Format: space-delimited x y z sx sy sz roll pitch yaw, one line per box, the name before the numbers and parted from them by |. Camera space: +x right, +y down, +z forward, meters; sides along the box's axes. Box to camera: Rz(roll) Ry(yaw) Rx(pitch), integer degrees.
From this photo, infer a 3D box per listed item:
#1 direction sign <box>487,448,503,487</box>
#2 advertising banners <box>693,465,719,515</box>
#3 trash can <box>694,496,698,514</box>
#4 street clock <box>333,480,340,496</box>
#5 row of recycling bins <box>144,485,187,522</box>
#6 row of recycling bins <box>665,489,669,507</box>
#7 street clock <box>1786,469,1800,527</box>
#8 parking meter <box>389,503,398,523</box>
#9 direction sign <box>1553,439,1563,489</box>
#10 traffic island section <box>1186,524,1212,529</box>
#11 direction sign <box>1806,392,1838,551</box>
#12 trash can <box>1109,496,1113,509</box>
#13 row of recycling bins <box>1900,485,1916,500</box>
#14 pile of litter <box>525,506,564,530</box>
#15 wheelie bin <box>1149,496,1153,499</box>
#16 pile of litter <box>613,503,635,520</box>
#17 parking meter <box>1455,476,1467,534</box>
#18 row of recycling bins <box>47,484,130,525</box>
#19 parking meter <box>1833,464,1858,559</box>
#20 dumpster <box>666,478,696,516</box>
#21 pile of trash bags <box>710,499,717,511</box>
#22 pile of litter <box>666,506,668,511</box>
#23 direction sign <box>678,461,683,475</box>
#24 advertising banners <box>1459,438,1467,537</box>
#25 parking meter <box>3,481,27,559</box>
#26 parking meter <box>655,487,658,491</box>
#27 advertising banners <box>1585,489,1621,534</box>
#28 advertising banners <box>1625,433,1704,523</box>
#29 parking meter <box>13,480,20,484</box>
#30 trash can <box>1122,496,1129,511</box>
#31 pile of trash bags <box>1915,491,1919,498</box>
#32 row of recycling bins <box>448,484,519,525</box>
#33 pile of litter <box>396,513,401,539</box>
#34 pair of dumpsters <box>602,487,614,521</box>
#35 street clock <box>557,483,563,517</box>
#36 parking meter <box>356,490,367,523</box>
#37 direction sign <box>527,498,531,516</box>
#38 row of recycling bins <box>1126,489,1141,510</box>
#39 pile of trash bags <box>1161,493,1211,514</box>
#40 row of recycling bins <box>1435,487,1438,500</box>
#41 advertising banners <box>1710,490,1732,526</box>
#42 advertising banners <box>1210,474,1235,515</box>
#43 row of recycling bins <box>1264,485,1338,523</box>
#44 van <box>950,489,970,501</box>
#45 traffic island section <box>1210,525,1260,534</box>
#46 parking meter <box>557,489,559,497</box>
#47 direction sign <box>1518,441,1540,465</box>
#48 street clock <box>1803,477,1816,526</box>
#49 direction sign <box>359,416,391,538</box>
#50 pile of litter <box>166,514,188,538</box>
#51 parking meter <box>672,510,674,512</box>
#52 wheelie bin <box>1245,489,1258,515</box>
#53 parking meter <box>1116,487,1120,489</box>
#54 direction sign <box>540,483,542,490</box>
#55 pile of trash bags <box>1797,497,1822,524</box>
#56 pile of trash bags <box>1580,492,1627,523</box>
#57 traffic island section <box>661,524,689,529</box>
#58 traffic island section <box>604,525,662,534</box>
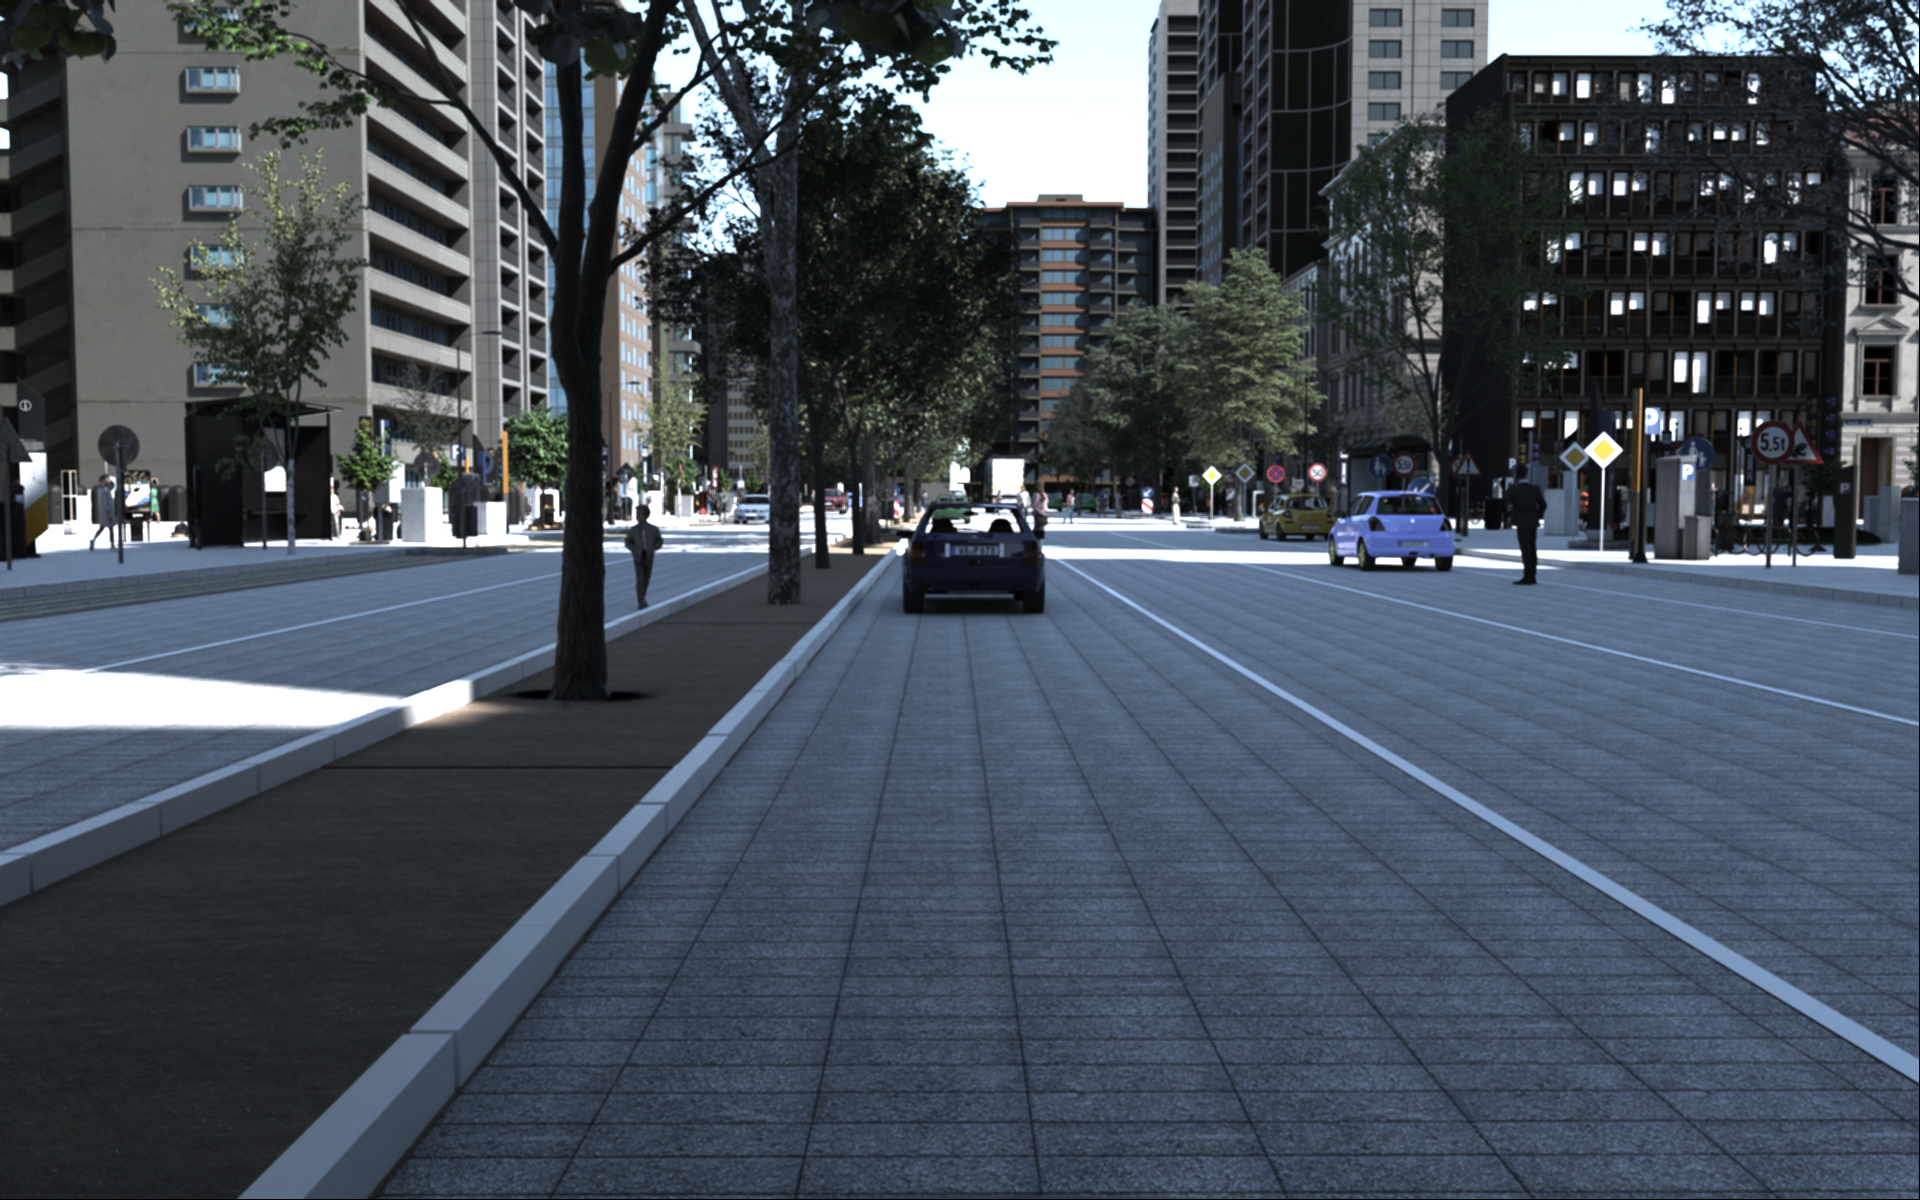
direction sign | -22.791 -5.696 85.118 0.876 3.537 0.379 -2 4 -33
advertising banners | -15.730 -6.699 105.714 2.074 3.025 0.090 -1 4 -9
trash can | -17.297 -6.120 111.715 0.748 1.137 0.748 0 3 0
street clock | -31.806 -5.117 88.235 0.358 2.002 0.471 0 4 5
row of recycling bins | -37.045 -4.487 80.472 3.534 1.692 1.069 3 4 38
row of recycling bins | -24.135 -8.202 141.220 1.069 1.692 3.534 -1 4 -13
street clock | 24.272 -2.809 50.491 0.358 2.002 0.471 2 4 29
parking meter | -25.562 -4.267 78.177 0.372 1.533 0.369 0 3 0
direction sign | 24.913 -4.905 72.200 0.379 3.537 0.876 0 4 -6
traffic island section | 10.480 -3.034 71.891 2.009 0.180 2.903 0 4 0
direction sign | 19.262 -2.862 38.792 0.379 3.537 0.876 -1 4 -18
trash can | 12.840 -8.203 145.778 0.748 1.137 0.748 0 3 0
row of recycling bins | 44.141 -4.422 79.415 1.069 1.692 3.534 1 4 10
pile of litter | -14.841 -2.976 62.622 1.719 0.858 1.176 0 4 2
wheelie bin | 13.160 -6.829 119.559 0.693 1.594 0.980 1 4 16
pile of litter | -16.855 -4.343 84.975 1.719 0.858 1.176 0 4 -1
parking meter | 16.299 -3.095 56.313 0.255 1.863 0.399 0 4 -1
row of recycling bins | -36.775 -4.044 73.240 3.534 1.692 1.069 -2 4 -25
parking meter | 17.486 -1.744 34.225 0.399 1.863 0.255 3 5 40
dumpster | -16.675 -6.173 103.429 1.502 2.255 1.985 0 4 -1
pile of trash bags | -18.288 -7.245 128.203 1.912 1.369 3.447 3 5 40
pile of litter | -21.747 -7.069 129.546 1.176 0.858 1.719 -2 4 -35
direction sign | -19.348 -7.825 119.930 0.379 3.537 0.876 -2 4 -34
advertising banners | 15.438 -3.486 53.181 0.090 3.025 2.074 1 4 11
parking meter | -18.730 -1.584 34.314 0.372 1.533 0.369 0 3 0
parking meter | -24.285 -8.134 138.698 0.399 1.863 0.255 -1 4 -19
advertising banners | 20.177 -3.502 53.442 0.090 3.025 2.074 -2 4 -29
advertising banners | 20.446 -3.308 50.277 2.074 3.025 0.090 1 4 16
parking meter | -38.611 -4.003 71.155 0.255 1.863 0.399 2 4 28
trash can | 12.868 -7.499 134.269 0.748 1.137 0.748 0 3 0
pile of trash bags | 41.782 -3.827 72.316 3.447 1.369 1.912 0 4 7
row of recycling bins | -20.131 -4.038 73.130 3.534 1.692 1.069 2 4 24
pile of litter | -15.659 -2.195 49.851 1.176 0.858 1.719 0 4 5
pair of dumpsters | -17.062 -4.712 79.540 1.574 2.255 4.437 0 4 0
street clock | -22.472 -5.671 97.285 0.358 2.002 0.471 0 4 4
parking meter | -26.736 -4.382 77.360 0.255 1.863 0.399 2 4 34
direction sign | -29.160 -7.673 117.447 0.379 3.537 0.876 3 4 38
row of recycling bins | 14.387 -8.141 140.222 1.069 1.692 3.534 -1 4 -16
pile of trash bags | 15.147 -6.498 115.996 3.447 1.369 1.912 0 4 8
row of recycling bins | 25.196 -5.427 95.843 1.069 1.692 3.534 -3 4 -36
advertising banners | 24.235 -3.702 56.711 0.090 3.025 2.074 -3 5 -41
advertising banners | 16.014 -6.601 104.107 2.074 3.025 0.090 -1 4 -12
row of recycling bins | 15.331 -4.334 77.974 3.534 1.692 1.069 2 4 33
van | -0.209 -8.128 139.902 2.013 2.044 4.112 0 4 1
traffic island section | 10.540 -2.546 63.907 2.009 0.180 2.903 0 4 0
parking meter | -23.607 -5.872 101.710 0.255 1.863 0.399 -2 4 -29
direction sign | 24.480 -5.055 74.645 0.876 3.537 0.379 1 4 17
street clock | 28.096 -3.220 57.216 0.358 2.002 0.471 -3 5 -43
direction sign | -17.028 -3.577 50.487 0.876 3.537 0.379 0 4 -7
pile of litter | -22.393 -2.259 50.893 1.719 0.858 1.176 -1 4 -22
parking meter | -18.516 -6.489 111.808 0.255 1.863 0.399 2 4 25
wheelie bin | 17.787 -5.956 105.282 0.980 1.594 0.693 1 4 18
parking meter | 12.762 -8.203 139.830 0.255 1.863 0.399 0 4 1
direction sign | -26.903 -7.290 111.189 0.379 3.537 0.876 -1 4 -20
pile of trash bags | 37.088 -3.936 74.106 3.447 1.369 1.912 -3 5 -41
pile of trash bags | 28.585 -4.108 76.918 3.447 1.369 1.912 -3 4 -38
traffic island section | -12.360 -3.024 71.728 2.009 0.180 2.903 0 4 0
traffic island section | -12.301 -2.536 63.743 2.009 0.180 2.903 0 4 0
